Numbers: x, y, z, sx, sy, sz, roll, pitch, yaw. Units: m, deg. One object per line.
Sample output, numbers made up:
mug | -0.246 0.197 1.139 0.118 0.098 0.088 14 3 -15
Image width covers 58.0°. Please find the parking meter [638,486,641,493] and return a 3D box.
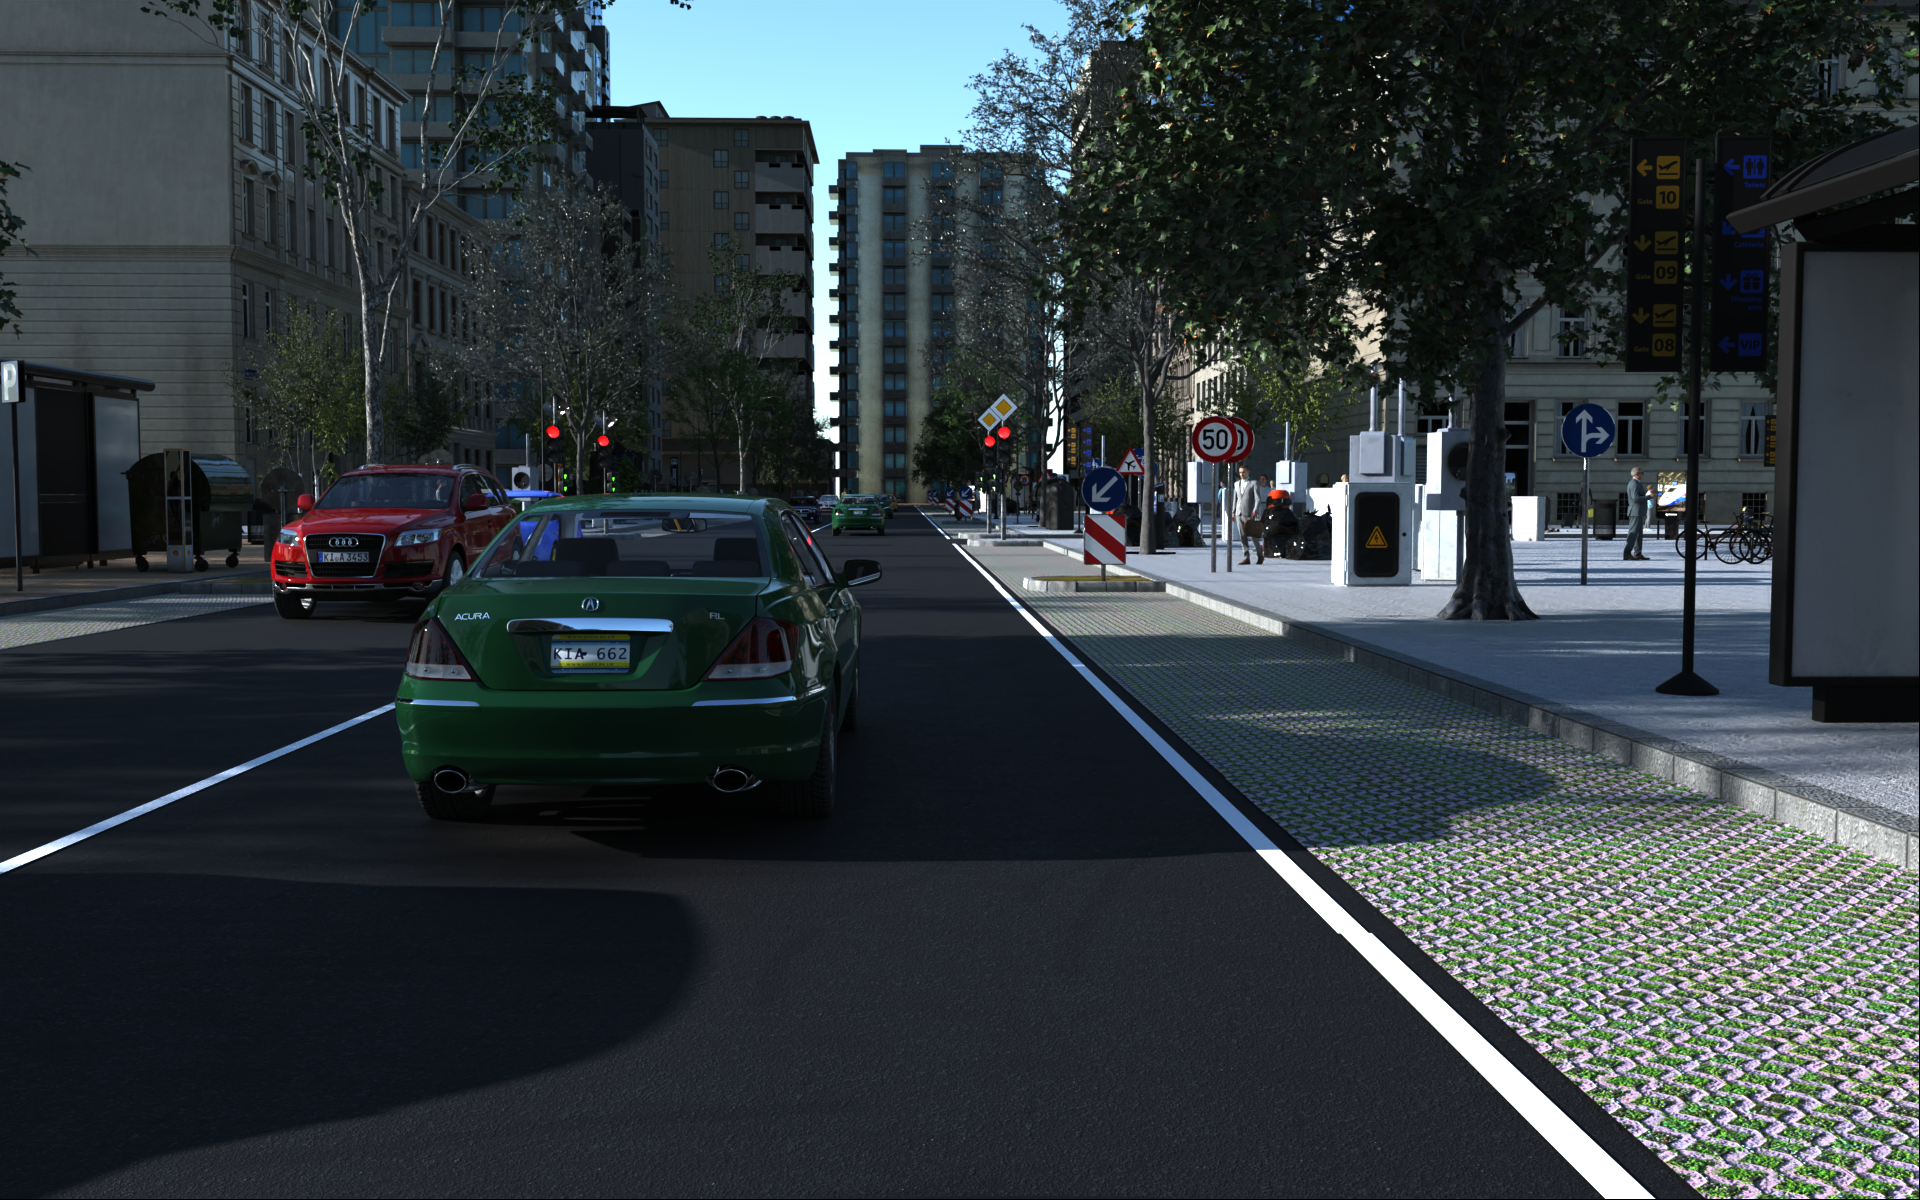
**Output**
parking meter | -16.160 -5.034 88.018 0.399 1.863 0.255 -3 4 -36

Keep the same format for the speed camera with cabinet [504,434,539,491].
speed camera with cabinet | -14.848 -3.816 56.735 2.038 3.252 0.660 1 4 16

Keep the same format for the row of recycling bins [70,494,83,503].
row of recycling bins | -20.655 -2.239 43.719 3.534 1.692 1.069 0 4 -1

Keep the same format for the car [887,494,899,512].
car | -5.880 -7.860 138.729 2.015 1.641 3.980 0 4 0

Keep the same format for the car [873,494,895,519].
car | -4.895 -5.552 102.573 2.131 1.459 4.920 0 4 -3

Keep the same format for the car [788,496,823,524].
car | -7.581 -4.331 83.398 1.945 1.354 3.894 0 4 -3

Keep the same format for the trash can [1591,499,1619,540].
trash can | 18.030 -2.250 48.443 0.748 1.137 0.748 0 3 0

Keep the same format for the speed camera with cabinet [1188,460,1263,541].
speed camera with cabinet | 7.227 -3.229 47.130 2.038 3.252 0.660 -1 4 -19

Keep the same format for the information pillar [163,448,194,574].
information pillar | -12.639 -1.439 28.020 0.304 2.012 0.304 0 4 1

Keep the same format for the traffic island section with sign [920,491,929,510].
traffic island section with sign | -2.385 -9.144 158.136 1.989 1.847 2.006 0 4 -2

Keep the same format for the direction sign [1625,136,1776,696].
direction sign | 4.697 -1.167 11.078 0.876 3.537 0.379 0 4 2

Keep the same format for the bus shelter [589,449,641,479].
bus shelter | -18.132 -6.124 91.404 1.731 3.624 6.357 0 4 -2

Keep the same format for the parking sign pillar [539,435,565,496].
parking sign pillar | -18.426 -5.482 78.105 1.447 3.967 1.447 2 4 29

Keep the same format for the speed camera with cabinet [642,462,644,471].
speed camera with cabinet | -19.693 -6.849 106.312 0.660 3.252 2.038 -1 4 -16

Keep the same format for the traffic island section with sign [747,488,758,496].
traffic island section with sign | -12.837 -6.052 107.585 1.989 1.847 2.006 0 4 -2

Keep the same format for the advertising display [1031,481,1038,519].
advertising display | 4.086 -5.076 88.208 0.974 1.923 0.123 -1 4 -21

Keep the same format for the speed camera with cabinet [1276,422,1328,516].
speed camera with cabinet | 9.572 -3.231 47.162 0.660 3.252 2.038 -3 5 -39

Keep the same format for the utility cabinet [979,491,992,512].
utility cabinet | 1.800 -6.858 120.800 0.318 1.500 1.173 -2 4 -35

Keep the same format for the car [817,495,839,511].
car | -10.211 -7.505 135.075 2.083 1.381 4.827 0 4 -3

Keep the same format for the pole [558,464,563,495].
pole | -13.349 -3.910 57.773 0.158 3.312 0.155 0 3 0

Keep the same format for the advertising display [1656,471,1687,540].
advertising display | 19.840 -2.631 48.236 0.123 1.923 0.974 -2 4 -32

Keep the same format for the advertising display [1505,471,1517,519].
advertising display | 15.307 -2.687 49.154 0.974 1.923 0.123 -1 4 -10

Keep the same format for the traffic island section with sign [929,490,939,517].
traffic island section with sign | -0.760 -6.129 108.829 1.989 1.847 2.006 0 4 -2

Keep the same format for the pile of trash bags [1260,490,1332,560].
pile of trash bags | 6.986 -1.554 35.161 1.912 1.369 3.447 -1 4 -12

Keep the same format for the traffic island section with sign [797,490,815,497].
traffic island section with sign | -14.505 -9.127 157.857 1.989 1.847 2.006 0 4 -2

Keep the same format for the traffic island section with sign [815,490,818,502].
traffic island section with sign | -15.405 -10.775 184.797 1.989 1.847 2.006 0 4 -2

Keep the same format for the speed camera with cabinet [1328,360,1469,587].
speed camera with cabinet | 6.297 -1.830 24.253 2.038 3.252 0.660 0 4 -7

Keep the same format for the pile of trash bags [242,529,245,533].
pile of trash bags | -24.594 -2.900 57.165 1.912 1.369 3.447 0 4 -8

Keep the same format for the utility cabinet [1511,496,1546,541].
utility cabinet | 15.619 -2.229 47.609 0.306 1.237 1.020 -2 4 -25

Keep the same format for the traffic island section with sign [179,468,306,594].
traffic island section with sign | -10.142 -1.037 25.580 1.989 1.847 2.006 0 4 -2

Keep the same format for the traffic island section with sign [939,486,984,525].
traffic island section with sign | 0.137 -4.481 81.889 1.989 1.847 2.006 0 4 -2

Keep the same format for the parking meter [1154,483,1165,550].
parking meter | 4.548 -1.937 40.078 0.372 1.533 0.369 0 3 0

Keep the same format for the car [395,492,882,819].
car | -1.488 0.166 9.083 2.131 1.459 4.920 0 4 -1

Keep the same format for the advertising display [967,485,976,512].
advertising display | 0.828 -7.466 127.280 0.123 1.923 0.974 -3 5 -40

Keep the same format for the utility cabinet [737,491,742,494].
utility cabinet | -15.844 -7.078 124.400 0.318 1.500 1.173 -1 4 -10

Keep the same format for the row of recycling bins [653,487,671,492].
row of recycling bins | -17.268 -5.479 96.695 1.069 1.692 3.534 1 4 20

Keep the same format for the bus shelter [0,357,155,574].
bus shelter | -15.667 -3.040 27.338 2.179 5.291 8.768 0 4 -2

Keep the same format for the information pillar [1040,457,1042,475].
information pillar | 5.190 -7.174 108.646 0.504 3.616 0.183 -3 5 -40

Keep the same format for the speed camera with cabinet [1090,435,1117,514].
speed camera with cabinet | 4.830 -3.883 57.826 0.660 3.252 2.038 1 4 16

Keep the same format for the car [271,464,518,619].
car | -6.875 -0.793 21.634 2.281 1.827 5.304 0 4 -2

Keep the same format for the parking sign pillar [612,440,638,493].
parking sign pillar | -16.490 -5.919 85.248 1.447 3.967 1.447 2 4 25

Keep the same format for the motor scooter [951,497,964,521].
motor scooter | -0.060 -4.592 87.857 0.815 1.314 1.986 0 4 -1

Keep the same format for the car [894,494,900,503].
car | -7.362 -10.468 180.192 2.155 1.783 4.494 0 4 0

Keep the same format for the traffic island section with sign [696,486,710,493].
traffic island section with sign | -11.951 -4.404 80.632 1.989 1.847 2.006 0 4 -2

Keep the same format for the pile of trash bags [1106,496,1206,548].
pile of trash bags | 4.570 -2.034 43.013 1.912 1.369 3.447 -2 4 -28

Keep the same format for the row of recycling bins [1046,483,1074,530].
row of recycling bins | 3.607 -3.433 63.241 1.069 1.692 3.534 0 4 1

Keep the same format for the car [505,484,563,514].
car | -7.723 -1.274 30.415 1.945 1.707 3.694 0 4 -2

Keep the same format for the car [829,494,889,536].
car | -3.553 -3.006 60.940 2.131 1.459 4.920 0 4 -3

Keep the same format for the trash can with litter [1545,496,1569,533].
trash can with litter | 19.740 -2.912 58.675 1.678 1.210 2.233 1 4 22

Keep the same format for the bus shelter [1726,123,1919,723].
bus shelter | 5.454 -0.811 7.186 2.014 3.302 5.546 0 4 -2

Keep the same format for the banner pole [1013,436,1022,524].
banner pole | 2.493 -5.227 75.473 0.401 3.779 0.863 0 4 -3

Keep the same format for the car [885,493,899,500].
car | -6.715 -9.215 159.702 2.155 1.783 4.494 0 4 -3

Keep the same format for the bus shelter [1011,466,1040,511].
bus shelter | 4.760 -8.297 129.578 2.014 3.302 5.546 0 4 -2

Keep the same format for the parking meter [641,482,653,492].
parking meter | -15.248 -4.836 84.781 0.399 1.863 0.255 2 4 27

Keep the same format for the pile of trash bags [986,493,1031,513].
pile of trash bags | 3.487 -6.461 115.394 3.447 1.369 1.912 -1 4 -10

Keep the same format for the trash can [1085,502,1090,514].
trash can | 5.842 -3.962 76.430 0.748 1.137 0.748 0 3 0

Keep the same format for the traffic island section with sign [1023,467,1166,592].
traffic island section with sign | 1.977 -1.066 26.059 1.989 1.847 2.006 0 4 -2

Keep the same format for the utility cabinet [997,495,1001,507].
utility cabinet | 2.518 -6.246 113.289 0.306 1.237 1.020 0 4 5

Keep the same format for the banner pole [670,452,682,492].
banner pole | -16.681 -6.858 102.146 0.863 3.779 0.401 0 4 2

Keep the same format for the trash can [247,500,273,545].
trash can | -17.755 -1.975 43.939 0.748 1.137 0.748 0 3 0
